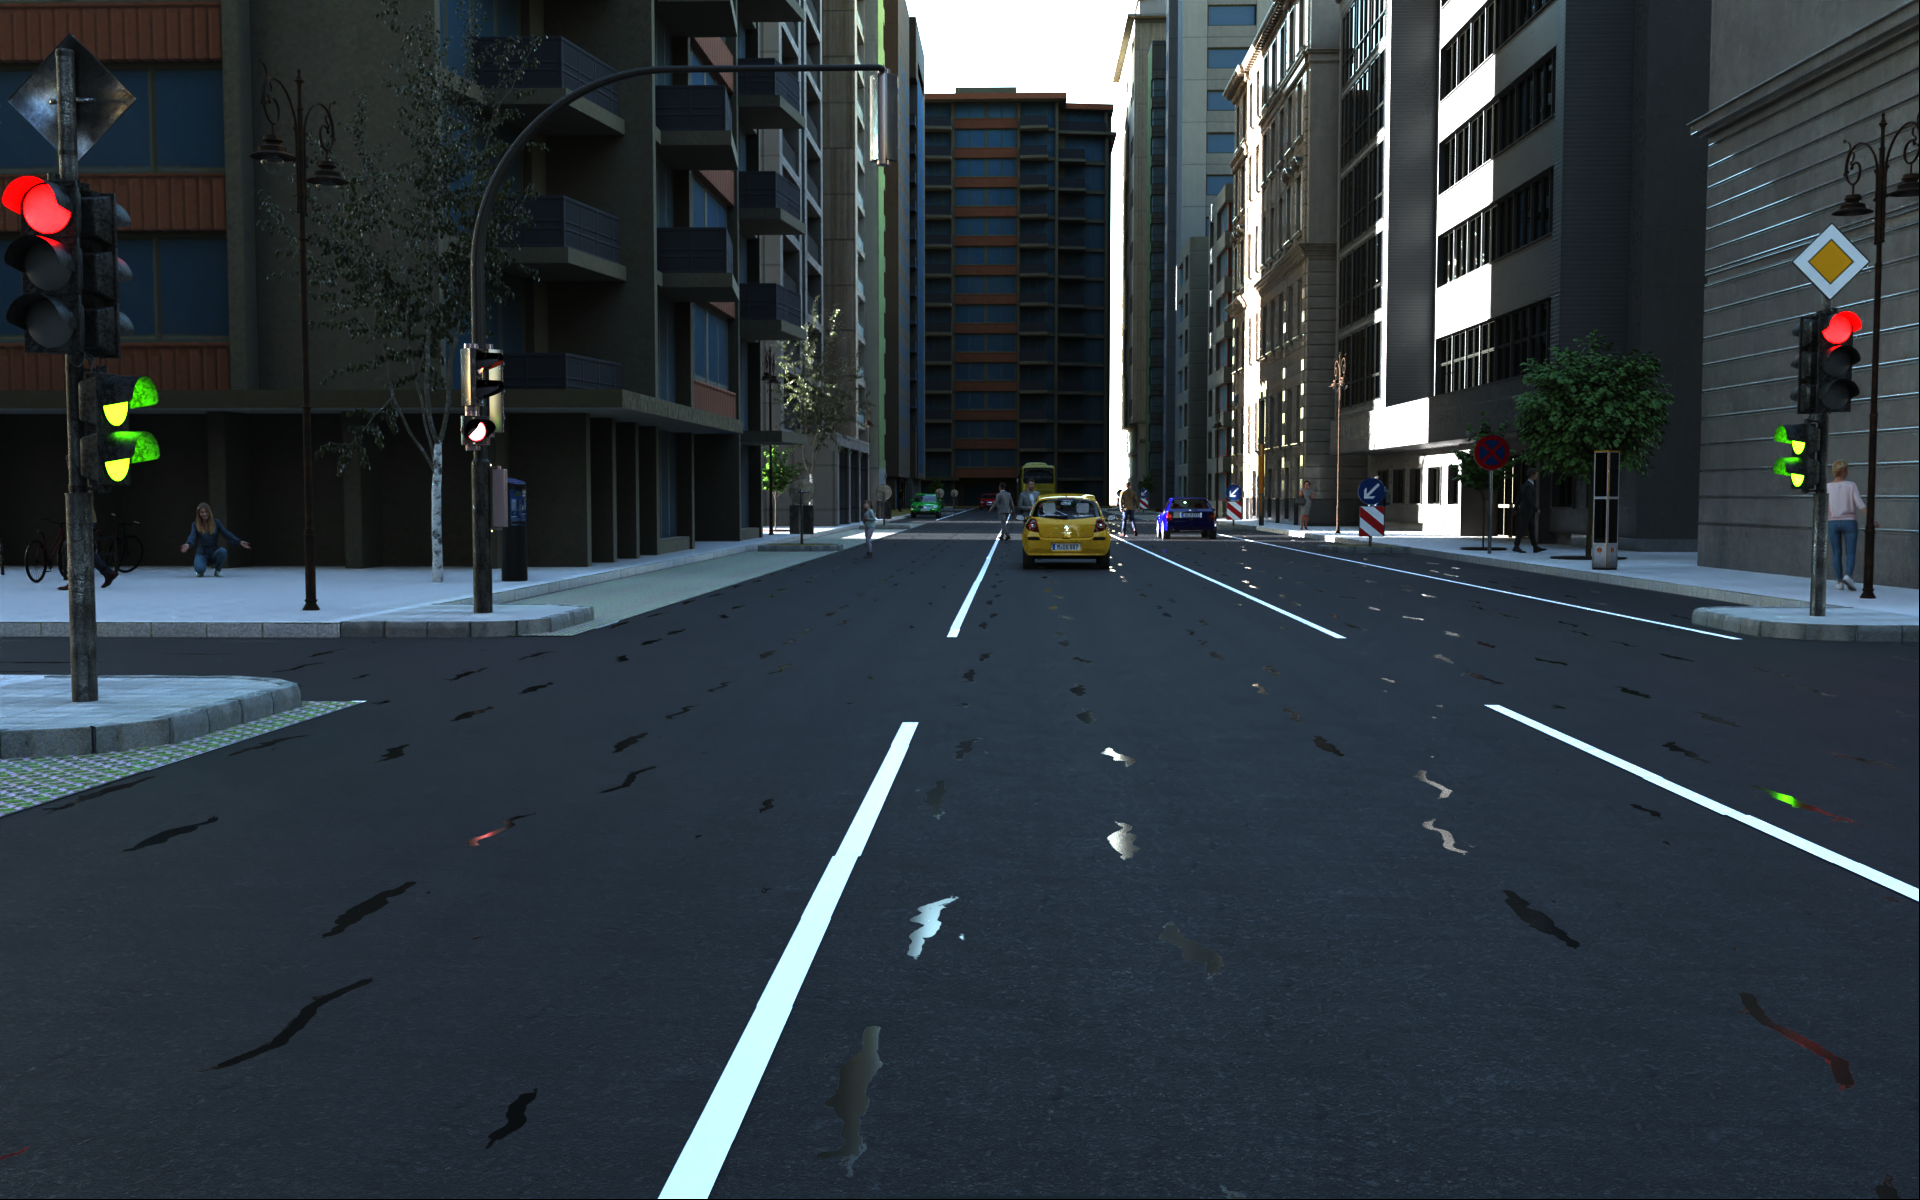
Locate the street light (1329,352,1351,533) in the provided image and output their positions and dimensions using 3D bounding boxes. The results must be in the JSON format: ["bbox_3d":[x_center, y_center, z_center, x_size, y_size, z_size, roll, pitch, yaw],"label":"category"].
[{"bbox_3d":[12.362,-5.118,56.464,0.468,5.910,1.993,0,4,2],"label":"street light"}]

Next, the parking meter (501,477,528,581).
[{"bbox_3d":[-6.584,-1.049,25.560,0.372,1.533,0.369,0,3,0],"label":"parking meter"}]

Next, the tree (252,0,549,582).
[{"bbox_3d":[-7.769,-4.574,25.144,4.360,8.622,3.978,0,3,0],"label":"tree"}]

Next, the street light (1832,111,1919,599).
[{"bbox_3d":[11.189,-2.959,21.166,0.468,5.910,1.993,0,4,2],"label":"street light"}]

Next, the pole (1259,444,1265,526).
[{"bbox_3d":[12.273,-4.686,70.458,0.158,3.312,0.155,0,3,0],"label":"pole"}]

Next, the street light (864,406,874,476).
[{"bbox_3d":[-4.682,-7.142,89.556,0.468,5.910,1.993,0,4,2],"label":"street light"}]

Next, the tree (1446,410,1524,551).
[{"bbox_3d":[12.021,-2.768,39.861,1.663,3.219,1.824,0,3,0],"label":"tree"}]

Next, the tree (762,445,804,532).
[{"bbox_3d":[-6.435,-3.985,59.753,1.663,3.219,1.824,0,3,0],"label":"tree"}]

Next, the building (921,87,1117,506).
[{"bbox_3d":[2.168,-32.713,189.479,28.867,44.769,22.147,0,4,2],"label":"building"}]

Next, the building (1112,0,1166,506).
[{"bbox_3d":[31.192,-36.789,190.738,27.495,52.752,28.713,0,4,2],"label":"building"}]

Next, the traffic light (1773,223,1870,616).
[{"bbox_3d":[9.017,-1.787,18.135,0.839,4.253,0.868,0,4,2],"label":"traffic light"}]

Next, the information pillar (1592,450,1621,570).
[{"bbox_3d":[10.936,-1.519,29.323,0.304,2.012,0.304,-2,4,-33],"label":"information pillar"}]

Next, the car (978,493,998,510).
[{"bbox_3d":[2.686,-9.102,157.852,2.155,1.783,4.494,0,4,2],"label":"car"}]

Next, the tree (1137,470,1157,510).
[{"bbox_3d":[15.338,-9.038,142.369,1.663,3.219,1.824,0,3,0],"label":"tree"}]

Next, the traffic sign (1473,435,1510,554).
[{"bbox_3d":[11.385,-2.267,37.164,0.768,2.556,0.104,0,4,5],"label":"traffic sign"}]

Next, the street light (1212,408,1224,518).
[{"bbox_3d":[13.618,-7.269,91.636,0.468,5.910,1.993,0,4,2],"label":"street light"}]

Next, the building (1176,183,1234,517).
[{"bbox_3d":[29.059,-16.241,110.581,27.650,21.520,28.899,0,4,2],"label":"building"}]

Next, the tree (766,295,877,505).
[{"bbox_3d":[-5.474,-7.020,65.141,4.360,8.622,3.978,0,3,0],"label":"tree"}]

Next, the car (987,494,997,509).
[{"bbox_3d":[3.586,-9.791,169.115,2.155,1.783,4.494,0,4,3],"label":"car"}]

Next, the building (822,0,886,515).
[{"bbox_3d":[-11.917,-25.548,101.306,14.154,41.232,14.086,0,4,2],"label":"building"}]

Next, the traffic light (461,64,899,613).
[{"bbox_3d":[-3.043,-2.685,18.568,4.771,5.953,1.251,0,4,2],"label":"traffic light"}]

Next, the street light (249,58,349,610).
[{"bbox_3d":[-7.180,-2.826,18.986,0.468,5.910,1.993,0,4,2],"label":"street light"}]

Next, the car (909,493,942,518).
[{"bbox_3d":[-2.056,-5.875,104.856,1.959,1.807,4.718,0,4,1],"label":"car"}]

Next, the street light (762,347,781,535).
[{"bbox_3d":[-5.947,-4.991,54.385,0.468,5.910,1.993,0,4,2],"label":"street light"}]

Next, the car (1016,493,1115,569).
[{"bbox_3d":[2.114,-1.490,34.593,2.015,1.641,3.980,0,4,3],"label":"car"}]

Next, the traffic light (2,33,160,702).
[{"bbox_3d":[-5.411,-1.327,10.624,0.839,4.253,0.868,0,4,2],"label":"traffic light"}]

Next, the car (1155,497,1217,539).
[{"bbox_3d":[7.339,-2.671,56.254,1.945,1.354,3.894,0,4,3],"label":"car"}]

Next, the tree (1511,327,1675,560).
[{"bbox_3d":[12.419,-3.087,34.183,4.285,4.588,4.351,0,3,0],"label":"tree"}]

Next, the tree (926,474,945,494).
[{"bbox_3d":[-2.393,-10.675,169.145,1.663,3.219,1.824,0,3,0],"label":"tree"}]

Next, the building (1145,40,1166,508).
[{"bbox_3d":[24.140,-29.135,159.950,14.154,41.232,14.086,0,4,2],"label":"building"}]

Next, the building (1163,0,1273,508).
[{"bbox_3d":[26.940,-36.455,138.043,21.231,58.520,28.212,0,4,2],"label":"building"}]
